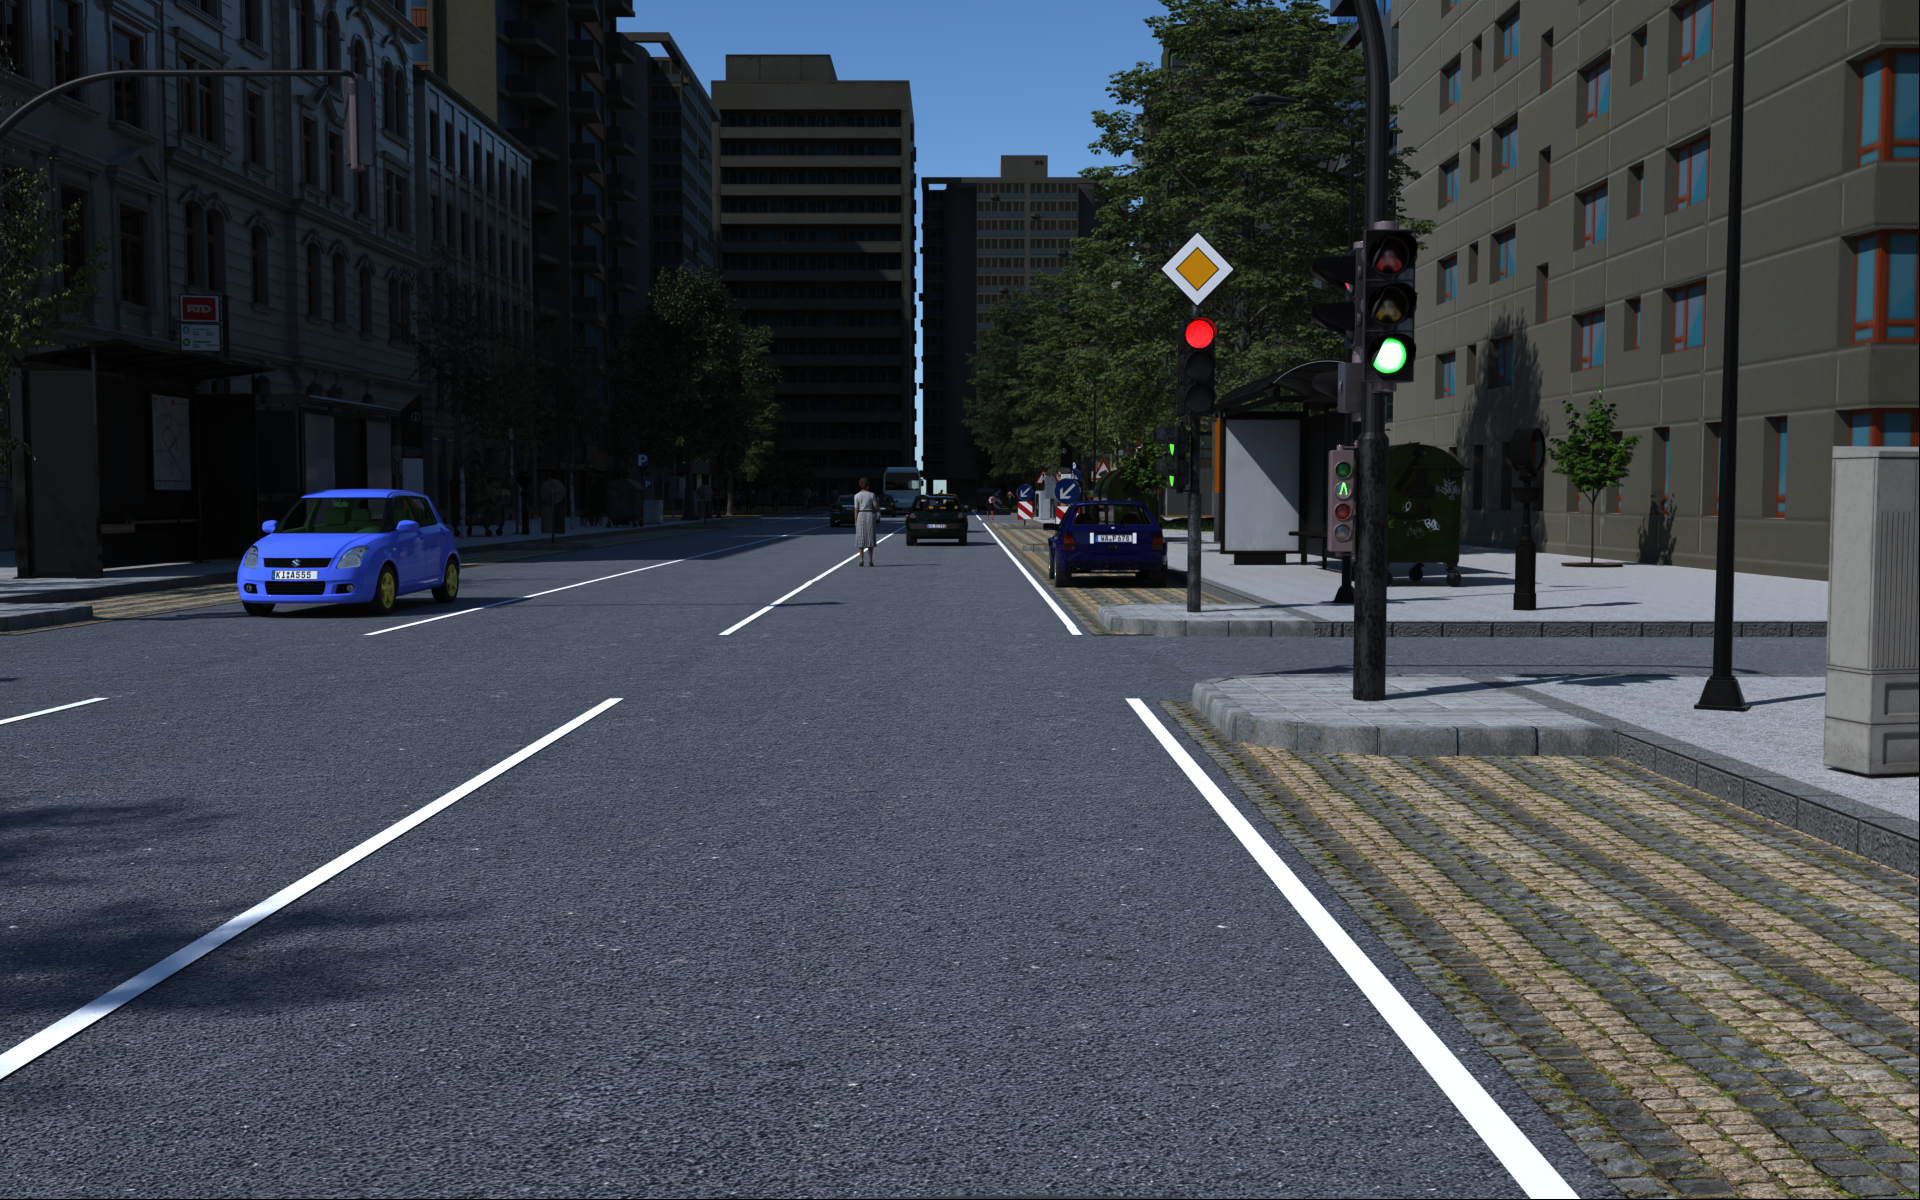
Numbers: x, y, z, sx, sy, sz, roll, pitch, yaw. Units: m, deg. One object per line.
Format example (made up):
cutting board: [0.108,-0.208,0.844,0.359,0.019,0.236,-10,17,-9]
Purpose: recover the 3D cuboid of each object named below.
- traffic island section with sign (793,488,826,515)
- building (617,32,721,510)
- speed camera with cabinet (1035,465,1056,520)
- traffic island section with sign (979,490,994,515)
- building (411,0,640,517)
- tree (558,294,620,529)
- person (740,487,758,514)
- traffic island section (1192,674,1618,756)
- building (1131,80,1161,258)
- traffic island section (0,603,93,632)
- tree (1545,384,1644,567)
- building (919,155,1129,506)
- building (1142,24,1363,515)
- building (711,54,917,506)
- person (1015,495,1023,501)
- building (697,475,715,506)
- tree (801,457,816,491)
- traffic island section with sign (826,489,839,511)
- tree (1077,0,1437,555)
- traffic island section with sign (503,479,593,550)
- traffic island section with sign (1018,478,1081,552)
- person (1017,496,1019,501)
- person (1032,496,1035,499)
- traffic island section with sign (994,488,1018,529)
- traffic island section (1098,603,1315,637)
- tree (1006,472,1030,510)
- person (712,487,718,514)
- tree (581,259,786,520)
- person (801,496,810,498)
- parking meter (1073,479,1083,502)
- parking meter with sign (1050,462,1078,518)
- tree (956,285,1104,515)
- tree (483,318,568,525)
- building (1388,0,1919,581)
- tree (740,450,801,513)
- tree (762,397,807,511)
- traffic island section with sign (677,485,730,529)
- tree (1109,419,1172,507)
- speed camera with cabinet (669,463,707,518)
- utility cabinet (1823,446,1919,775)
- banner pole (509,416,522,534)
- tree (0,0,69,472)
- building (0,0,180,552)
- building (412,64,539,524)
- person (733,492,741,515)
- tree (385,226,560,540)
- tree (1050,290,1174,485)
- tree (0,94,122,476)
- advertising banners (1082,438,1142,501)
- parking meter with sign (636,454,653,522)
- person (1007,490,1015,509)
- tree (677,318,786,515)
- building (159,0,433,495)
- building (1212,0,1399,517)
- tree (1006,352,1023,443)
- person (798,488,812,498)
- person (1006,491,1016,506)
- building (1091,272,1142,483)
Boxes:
traffic island section with sign: [-10.630,-6.878,121.082,1.989,1.847,2.006,0,3,0]
building: [-33.263,-27.764,145.816,23.993,40.220,32.217,0,3,0]
speed camera with cabinet: [4.290,-5.670,87.045,0.660,3.252,2.038,-1,4,-11]
traffic island section with sign: [2.493,-6.885,121.205,1.989,1.847,2.006,0,3,0]
building: [-32.499,-27.711,107.707,22.147,44.769,28.867,0,3,0]
tree: [-14.104,-6.845,62.285,4.360,8.622,3.978,0,3,0]
person: [-13.616,-6.404,111.464,1.217,1.735,0.721,-1,4,-13]
traffic island section: [2.572,0.699,10.851,2.009,0.180,2.903,0,3,0]
building: [34.576,-35.250,195.937,30.456,49.044,23.786,0,3,0]
traffic island section: [-10.876,0.211,18.831,2.009,0.180,2.903,0,3,0]
tree: [11.258,-2.198,30.544,1.663,3.219,1.824,0,3,0]
building: [7.348,-31.156,201.275,23.993,40.220,32.217,0,3,0]
building: [19.525,-20.726,110.571,14.160,30.474,14.107,0,3,0]
building: [-15.873,-34.957,195.253,21.600,48.544,21.300,0,3,0]
person: [5.119,-8.454,144.991,1.217,1.736,0.721,2,4,26]
building: [-33.713,-31.110,192.250,14.086,41.232,14.154,0,3,0]
tree: [-12.960,-9.448,138.187,4.285,4.588,4.351,0,3,0]
traffic island section with sign: [-10.659,-8.527,148.037,1.989,1.847,2.006,0,3,0]
tree: [6.216,-7.242,36.528,7.486,12.596,7.792,0,3,0]
traffic island section with sign: [-10.571,-2.205,44.673,1.989,1.847,2.006,0,3,0]
traffic island section with sign: [2.557,-2.147,43.735,1.989,1.847,2.006,0,3,0]
person: [5.052,-8.508,146.069,0.541,1.710,0.530,-1,4,-17]
person: [6.094,-7.710,132.814,1.217,1.735,0.721,2,4,33]
traffic island section with sign: [2.525,-3.809,70.900,1.989,1.847,2.006,0,3,0]
traffic island section: [2.566,0.211,18.836,2.009,0.180,2.903,0,3,0]
tree: [5.607,-9.868,155.950,1.663,3.219,1.824,0,3,0]
person: [-15.748,-6.365,110.801,0.721,1.739,1.217,-1,4,-12]
tree: [-13.281,-10.251,84.610,9.611,12.733,9.660,0,3,0]
person: [-14.187,-9.388,159.550,0.705,1.823,1.348,2,4,27]
parking meter: [4.550,-3.759,67.176,0.399,1.863,0.255,-2,4,-35]
parking meter with sign: [5.394,-5.900,92.727,1.738,3.016,0.543,-1,4,-18]
tree: [4.714,-12.076,104.102,9.857,13.997,8.962,0,3,0]
tree: [-18.497,-7.487,72.779,4.737,8.622,4.395,0,3,0]
building: [27.180,-11.777,37.590,28.899,21.520,27.650,0,3,0]
tree: [-13.305,-8.121,116.500,4.285,4.588,4.351,0,3,0]
tree: [-13.974,-11.132,132.363,4.360,8.622,3.978,0,3,0]
traffic island section with sign: [-10.588,-3.866,71.842,1.989,1.847,2.006,0,3,0]
tree: [4.899,-3.026,44.075,1.663,3.219,1.824,0,3,0]
speed camera with cabinet: [-14.343,-5.933,91.342,2.038,3.252,0.660,2,4,24]
utility cabinet: [4.627,0.042,7.999,1.173,1.500,0.318,-1,4,-12]
banner pole: [-14.314,-4.009,55.567,0.401,3.779,0.863,0,4,6]
tree: [-13.980,-4.454,23.192,4.360,8.622,3.978,0,3,0]
building: [-26.290,-12.245,36.365,11.583,22.565,21.152,0,3,0]
building: [-26.465,-14.122,80.046,9.793,20.994,18.267,0,3,0]
person: [-13.593,-5.861,105.103,0.697,1.427,0.421,-2,4,-32]
tree: [-13.766,-6.009,48.602,4.360,8.622,3.978,0,3,0]
tree: [5.582,-6.807,61.651,4.737,8.622,4.395,0,3,0]
tree: [-17.600,-4.921,30.826,4.737,8.622,4.395,0,3,0]
advertising banners: [4.879,-3.562,54.429,2.074,3.025,0.090,1,4,10]
parking meter with sign: [-13.521,-4.792,74.609,0.543,3.016,1.738,-1,4,-20]
person: [4.409,-8.760,149.976,0.721,1.736,1.217,-2,4,-31]
tree: [-14.067,-11.368,103.998,7.486,12.596,7.792,0,3,0]
building: [-28.036,-16.591,58.653,14.401,28.519,23.554,0,3,0]
building: [24.086,-46.370,70.829,22.319,86.520,31.000,0,3,0]
tree: [5.955,-9.774,77.940,7.486,12.596,7.792,0,3,0]
person: [-13.431,-8.827,149.997,1.348,1.869,0.705,0,4,-5]
person: [5.089,-10.015,170.501,1.217,1.735,0.721,1,4,14]
building: [26.185,-18.513,147.724,27.650,21.520,28.899,0,3,0]
